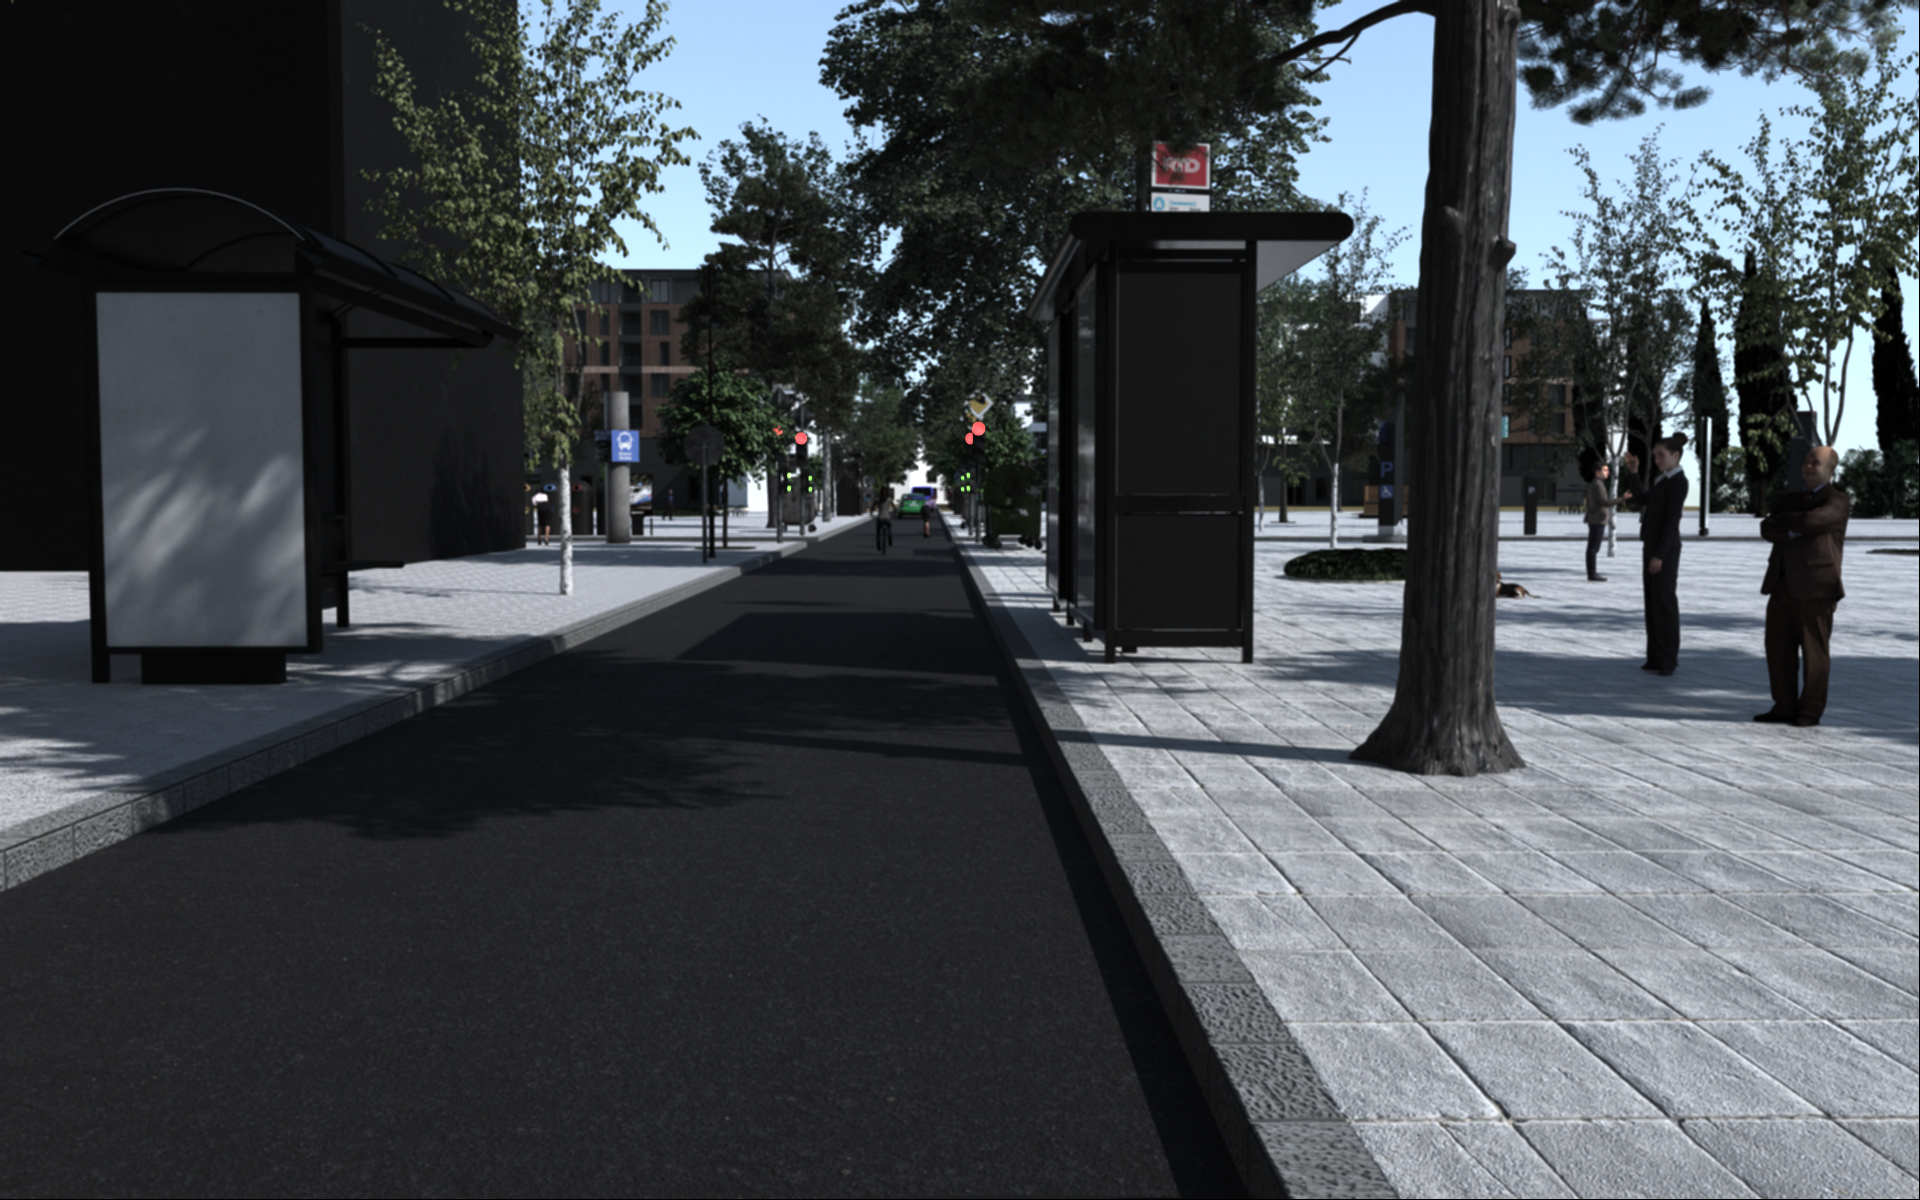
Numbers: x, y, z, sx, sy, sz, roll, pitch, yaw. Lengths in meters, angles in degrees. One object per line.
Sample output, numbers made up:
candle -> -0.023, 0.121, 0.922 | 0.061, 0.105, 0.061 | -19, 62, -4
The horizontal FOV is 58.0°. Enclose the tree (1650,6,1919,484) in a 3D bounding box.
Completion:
tree -> 13.069, -4.645, 26.303 | 4.737, 8.622, 4.395 | 0, 3, 0

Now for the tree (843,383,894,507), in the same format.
tree -> -7.460, -15.137, 165.612 | 7.486, 12.596, 7.792 | 0, 3, 0

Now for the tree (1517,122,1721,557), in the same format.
tree -> 13.348, -5.193, 35.264 | 4.360, 8.622, 3.978 | 0, 3, 0

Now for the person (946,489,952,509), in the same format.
person -> -0.682, -8.757, 149.153 | 1.348, 1.831, 0.705 | -2, 4, -32

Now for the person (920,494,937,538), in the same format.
person -> -1.014, -2.753, 56.749 | 0.421, 1.427, 0.697 | 3, 5, 42

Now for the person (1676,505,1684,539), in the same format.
person -> 20.227, -2.395, 49.114 | 0.517, 1.644, 0.566 | -2, 4, -26

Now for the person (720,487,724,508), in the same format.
person -> -15.745, -6.660, 115.643 | 0.576, 1.737, 0.504 | 2, 4, 31

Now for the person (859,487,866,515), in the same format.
person -> -6.039, -6.030, 105.319 | 0.600, 1.739, 0.565 | -1, 4, -18

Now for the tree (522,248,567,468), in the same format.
tree -> -21.907, -10.291, 74.914 | 9.857, 13.997, 8.962 | 0, 3, 0

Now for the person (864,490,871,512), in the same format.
person -> -6.601, -6.959, 121.695 | 0.662, 1.594, 0.647 | 2, 4, 31

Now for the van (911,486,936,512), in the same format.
van -> -3.038, -8.268, 139.562 | 2.240, 2.365, 5.245 | 0, 4, -1

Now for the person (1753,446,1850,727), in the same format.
person -> 4.671, -0.077, 9.575 | 0.388, 1.546, 0.482 | -1, 4, -19

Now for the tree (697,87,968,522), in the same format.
tree -> -4.719, -13.640, 78.895 | 12.611, 20.169, 13.585 | 0, 3, 0

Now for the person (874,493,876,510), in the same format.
person -> -7.069, -8.180, 140.707 | 0.541, 1.710, 0.530 | 1, 4, 19

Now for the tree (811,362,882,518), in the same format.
tree -> -6.490, -8.659, 91.937 | 4.360, 8.622, 3.978 | 0, 3, 0

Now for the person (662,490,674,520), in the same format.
person -> -14.179, -4.631, 84.449 | 0.574, 1.496, 0.600 | -2, 4, -24

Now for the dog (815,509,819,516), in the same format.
dog -> -8.537, -5.232, 103.279 | 0.550, 0.427, 0.748 | 1, 4, 19

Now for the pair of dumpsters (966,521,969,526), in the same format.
pair of dumpsters -> 0.901, -4.049, 68.702 | 1.574, 2.255, 4.436 | 0, 4, -1

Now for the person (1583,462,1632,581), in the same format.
person -> 9.582, -1.161, 25.562 | 0.750, 1.759, 0.617 | 2, 4, 25

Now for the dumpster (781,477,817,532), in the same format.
dumpster -> -5.498, -3.222, 58.440 | 1.264, 1.857, 1.865 | 0, 4, -1

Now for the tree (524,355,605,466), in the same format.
tree -> -26.320, -11.069, 115.385 | 8.767, 10.594, 7.601 | 2, 4, 34

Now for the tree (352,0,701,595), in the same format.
tree -> -5.229, -4.364, 21.714 | 4.737, 8.622, 4.395 | 0, 3, 0

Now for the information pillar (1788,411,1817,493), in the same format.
information pillar -> 26.369, -3.966, 54.226 | 0.750, 3.857, 0.750 | 3, 4, 39

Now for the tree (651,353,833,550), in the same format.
tree -> -5.460, -3.472, 40.486 | 4.285, 4.588, 4.351 | 0, 3, 0

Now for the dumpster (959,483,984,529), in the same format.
dumpster -> 0.616, -3.542, 63.663 | 1.264, 1.857, 1.865 | 0, 4, -1

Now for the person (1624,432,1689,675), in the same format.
person -> 4.984, -0.350, 12.565 | 0.445, 1.727, 0.742 | -2, 4, -24

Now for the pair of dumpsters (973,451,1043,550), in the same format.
pair of dumpsters -> 1.228, -2.397, 41.692 | 1.574, 2.255, 4.436 | 0, 4, -1

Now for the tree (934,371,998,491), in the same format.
tree -> 0.706, -9.044, 98.230 | 4.737, 8.622, 4.395 | 0, 3, 0

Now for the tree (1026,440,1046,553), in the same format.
tree -> 2.175, -2.644, 37.838 | 1.663, 3.219, 1.824 | 0, 3, 0

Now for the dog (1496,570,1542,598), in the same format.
dog -> 6.765, -0.222, 21.360 | 0.748, 0.427, 0.550 | 2, 4, 34

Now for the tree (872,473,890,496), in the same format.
tree -> -7.413, -9.879, 156.121 | 1.663, 3.219, 1.824 | 0, 3, 0

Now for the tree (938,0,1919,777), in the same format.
tree -> 2.130, -6.123, 7.537 | 7.806, 13.903, 7.818 | 0, 3, 0

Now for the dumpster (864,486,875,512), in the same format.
dumpster -> -6.801, -7.355, 126.007 | 1.264, 1.857, 1.865 | 0, 4, -1

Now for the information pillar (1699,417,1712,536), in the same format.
information pillar -> 22.958, -3.794, 53.350 | 0.184, 3.620, 1.656 | 2, 4, 27

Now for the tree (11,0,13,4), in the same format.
tree -> -6.086, -3.477, 7.218 | 4.737, 8.622, 4.395 | 0, 3, 0

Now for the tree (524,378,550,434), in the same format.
tree -> -29.596, -11.770, 102.815 | 12.009, 13.543, 11.850 | 0, 3, 0

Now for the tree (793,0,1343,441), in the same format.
tree -> 1.998, -7.567, 30.370 | 9.857, 13.997, 8.962 | 0, 3, 0

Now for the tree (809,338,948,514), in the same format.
tree -> -6.554, -11.470, 113.283 | 9.928, 11.665, 9.643 | 0, 3, 0

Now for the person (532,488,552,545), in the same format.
person -> -10.497, -2.097, 43.512 | 0.799, 1.438, 0.628 | 2, 4, 32

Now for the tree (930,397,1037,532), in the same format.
tree -> 1.075, -4.597, 58.883 | 4.285, 4.588, 4.351 | 0, 3, 0

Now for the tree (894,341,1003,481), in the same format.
tree -> 0.249, -12.684, 125.509 | 7.486, 12.596, 7.792 | 0, 3, 0

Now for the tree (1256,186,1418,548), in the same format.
tree -> 8.737, -5.562, 41.294 | 4.360, 8.622, 3.978 | 0, 3, 0
